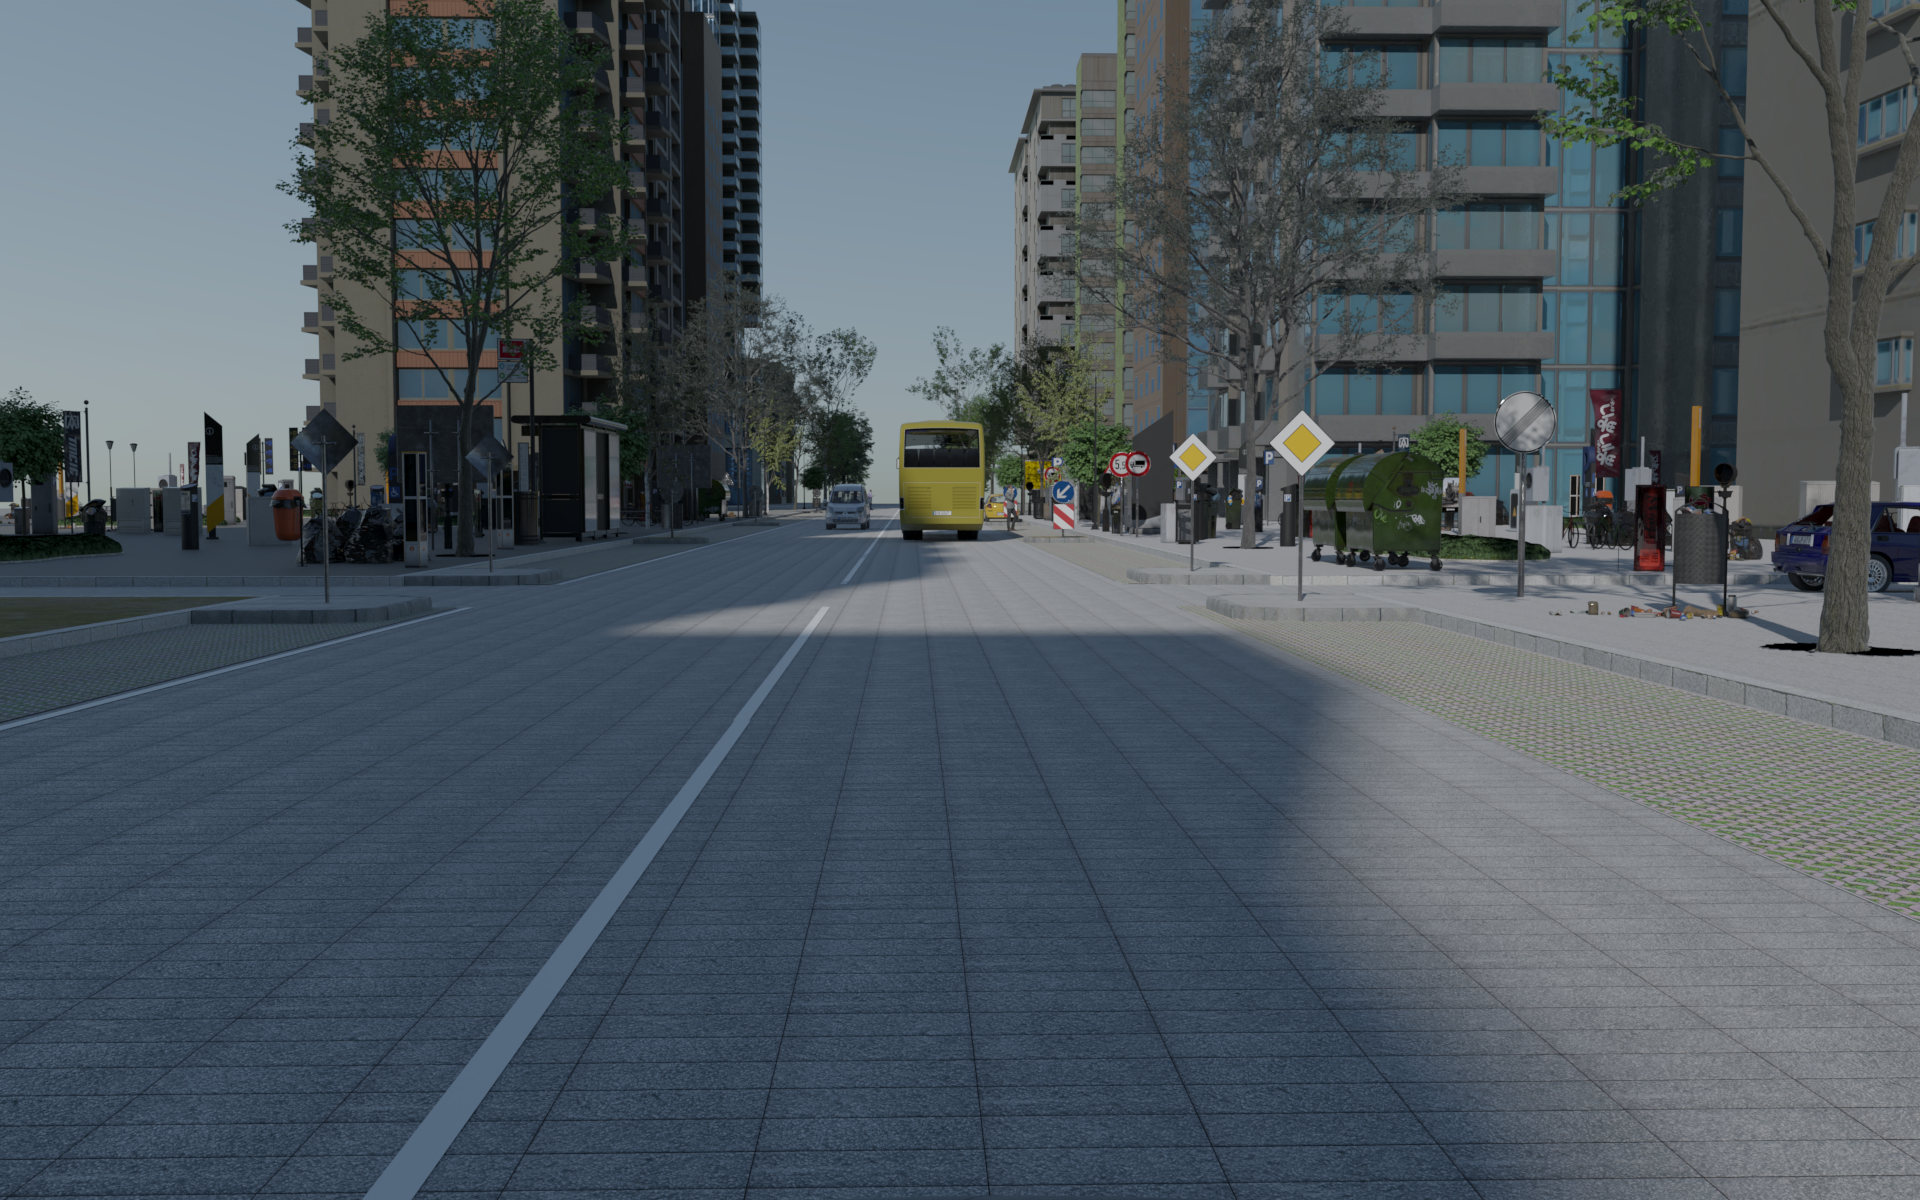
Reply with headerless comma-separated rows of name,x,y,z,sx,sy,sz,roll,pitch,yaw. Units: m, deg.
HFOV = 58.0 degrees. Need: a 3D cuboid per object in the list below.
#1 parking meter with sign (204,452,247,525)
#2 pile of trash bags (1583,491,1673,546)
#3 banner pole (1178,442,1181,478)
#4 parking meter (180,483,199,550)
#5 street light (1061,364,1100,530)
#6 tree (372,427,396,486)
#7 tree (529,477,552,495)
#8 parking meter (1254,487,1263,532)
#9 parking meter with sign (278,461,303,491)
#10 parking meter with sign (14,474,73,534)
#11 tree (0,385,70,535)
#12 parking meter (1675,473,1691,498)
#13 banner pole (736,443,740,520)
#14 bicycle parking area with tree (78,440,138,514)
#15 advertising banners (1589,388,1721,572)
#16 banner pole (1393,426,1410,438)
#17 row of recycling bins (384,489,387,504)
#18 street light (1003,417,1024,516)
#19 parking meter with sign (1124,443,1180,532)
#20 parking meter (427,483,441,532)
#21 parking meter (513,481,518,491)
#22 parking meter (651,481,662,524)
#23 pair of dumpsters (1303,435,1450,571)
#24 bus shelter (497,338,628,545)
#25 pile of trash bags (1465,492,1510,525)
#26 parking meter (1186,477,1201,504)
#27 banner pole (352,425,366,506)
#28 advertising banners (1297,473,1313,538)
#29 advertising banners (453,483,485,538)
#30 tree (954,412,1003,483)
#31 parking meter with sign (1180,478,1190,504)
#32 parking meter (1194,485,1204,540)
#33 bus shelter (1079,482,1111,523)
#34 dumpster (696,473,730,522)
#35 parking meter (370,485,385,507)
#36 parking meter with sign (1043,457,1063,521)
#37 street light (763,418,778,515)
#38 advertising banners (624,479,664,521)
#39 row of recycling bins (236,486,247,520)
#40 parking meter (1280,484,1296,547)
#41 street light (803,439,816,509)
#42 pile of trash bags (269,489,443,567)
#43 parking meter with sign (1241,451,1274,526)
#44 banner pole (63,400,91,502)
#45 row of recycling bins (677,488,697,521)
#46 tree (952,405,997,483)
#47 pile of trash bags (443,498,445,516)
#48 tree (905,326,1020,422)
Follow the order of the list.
parking meter with sign,-30.511,-4.632,71.997,1.738,3.016,0.543,-1,4,-13
pile of trash bags,16.864,-2.106,44.190,1.912,1.369,3.447,0,4,1
banner pole,10.422,-5.640,82.223,0.401,3.779,0.863,0,4,-3
parking meter,-17.791,-1.932,39.997,0.372,1.533,0.369,0,3,0
street light,4.319,-5.479,62.121,1.470,5.913,1.316,0,4,-2
tree,-23.251,-5.495,73.565,4.285,4.588,4.351,0,3,0
tree,-18.546,-5.131,78.492,1.663,3.219,1.824,0,3,0
parking meter,9.962,-3.033,57.995,0.372,1.533,0.369,0,3,0
parking meter with sign,-35.121,-5.745,90.191,0.543,3.016,1.738,2,4,34
parking meter with sign,-29.402,-3.627,55.567,1.738,3.016,0.543,0,4,-8
tree,-28.450,-4.198,52.352,4.285,4.588,4.351,0,3,0
parking meter,19.976,-2.578,47.865,0.255,1.863,0.399,-2,4,-29
banner pole,-10.869,-5.818,85.133,0.401,3.779,0.863,0,4,3
bicycle parking area with tree,-46.211,-6.624,95.301,9.016,4.147,8.231,0,4,1
advertising banners,11.442,-1.982,28.586,2.074,3.025,0.090,1,4,12
banner pole,16.155,-4.506,63.686,0.863,3.779,0.401,3,5,42
row of recycling bins,-31.776,-5.607,98.784,1.069,1.692,3.534,0,4,5
street light,3.148,-8.009,103.480,1.470,5.913,1.316,0,4,-2
parking meter with sign,6.526,-3.862,59.407,1.738,3.016,0.543,-1,4,-12
parking meter,-18.014,-3.264,59.082,0.255,1.863,0.399,0,4,8
parking meter,-20.055,-4.416,77.917,0.399,1.863,0.255,-2,4,-32
parking meter,-13.222,-4.266,75.462,0.399,1.863,0.255,1,4,11
pair of dumpsters,7.325,-1.726,30.710,1.574,2.255,4.437,0,4,-1
bus shelter,-10.898,-4.267,47.396,2.179,5.291,8.768,0,4,-2
pile of trash bags,21.336,-3.750,71.070,1.912,1.369,3.447,2,4,34
parking meter,7.331,-2.954,54.015,0.255,1.863,0.399,-1,4,-12
banner pole,-21.651,-4.425,62.363,0.863,3.779,0.401,3,4,36
advertising banners,10.269,-3.303,50.194,0.090,3.025,2.074,-1,4,-21
advertising banners,-14.667,-3.383,51.494,0.090,3.025,2.074,-3,5,-42
tree,1.006,-19.164,230.339,9.611,12.733,9.660,0,3,0
parking meter with sign,10.307,-5.104,79.717,0.543,3.016,1.738,3,5,44
parking meter,6.597,-2.431,48.154,0.372,1.533,0.369,0,3,0
bus shelter,6.319,-5.446,80.330,1.731,3.624,6.357,0,4,-2
dumpster,-11.656,-4.828,81.435,1.502,2.255,1.985,0,4,-1
parking meter,-15.951,-2.387,47.437,0.372,1.533,0.369,0,3,0
parking meter with sign,4.419,-5.321,83.258,0.543,3.016,1.738,-1,4,-14
street light,-11.281,-8.096,104.907,1.470,5.913,1.316,0,4,-2
advertising banners,-14.913,-5.228,81.671,2.074,3.025,0.090,-1,4,-21
row of recycling bins,-36.103,-4.817,85.874,1.069,1.692,3.534,0,4,-4
parking meter,8.003,-2.071,42.265,0.372,1.533,0.369,0,3,0
street light,-12.584,-10.600,145.849,1.470,5.913,1.316,0,4,-2
pile of trash bags,-11.474,-1.366,32.086,1.912,1.369,3.447,1,4,17
parking meter with sign,12.016,-4.564,70.890,0.543,3.016,1.738,-2,4,-35
banner pole,-23.368,-3.422,45.972,0.401,3.779,0.863,3,4,37
row of recycling bins,-13.370,-4.734,84.514,1.069,1.692,3.534,0,4,3
tree,1.570,-18.179,215.361,7.486,12.596,7.792,0,3,0
pile of trash bags,-28.953,-5.243,95.471,1.912,1.369,3.447,-1,4,-11
tree,-0.271,-20.840,196.618,12.611,20.169,13.585,0,3,0
